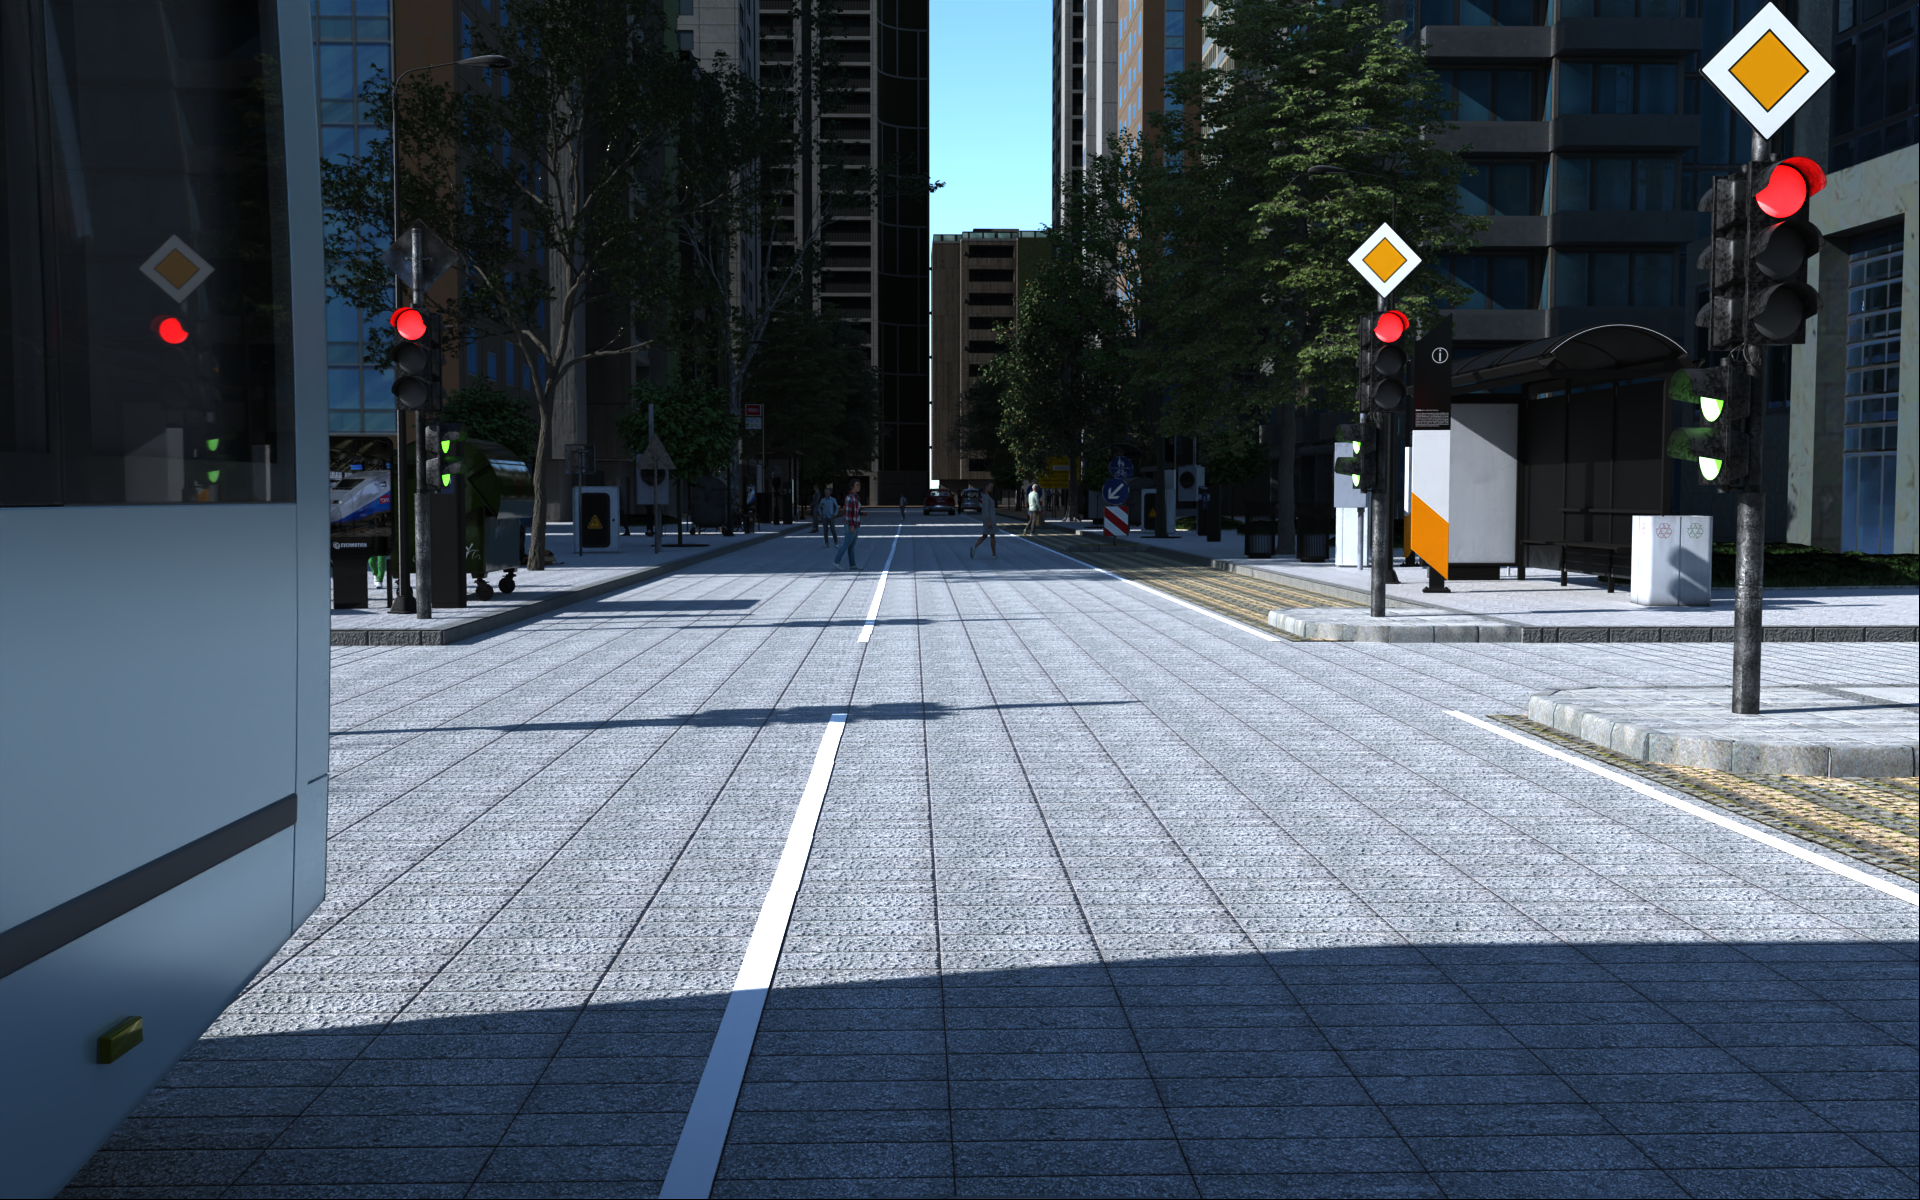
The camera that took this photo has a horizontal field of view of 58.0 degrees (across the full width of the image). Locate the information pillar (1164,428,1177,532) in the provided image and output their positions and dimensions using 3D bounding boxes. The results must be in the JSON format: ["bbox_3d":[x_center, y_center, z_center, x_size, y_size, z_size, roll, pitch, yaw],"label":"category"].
[{"bbox_3d":[7.145,-4.125,58.797,0.183,3.616,0.504,-3,4,-38],"label":"information pillar"}]

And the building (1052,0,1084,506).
[{"bbox_3d":[21.287,-46.229,194.098,20.611,71.187,20.563,0,4,-2],"label":"building"}]

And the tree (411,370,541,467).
[{"bbox_3d":[-12.819,-3.818,46.140,4.285,4.588,4.351,0,3,0],"label":"tree"}]

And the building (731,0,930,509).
[{"bbox_3d":[-13.670,-46.160,192.973,20.611,71.187,20.563,0,4,-2],"label":"building"}]

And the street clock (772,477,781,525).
[{"bbox_3d":[-7.628,-4.128,72.060,0.358,2.002,0.471,1,4,10],"label":"street clock"}]

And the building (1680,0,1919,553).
[{"bbox_3d":[32.976,-44.027,32.512,31.000,86.520,22.319,0,4,-2],"label":"building"}]

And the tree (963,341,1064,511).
[{"bbox_3d":[3.925,-12.863,128.431,7.486,12.596,7.792,0,3,0],"label":"tree"}]

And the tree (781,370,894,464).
[{"bbox_3d":[-10.609,-14.304,144.245,12.009,13.543,11.850,0,3,0],"label":"tree"}]

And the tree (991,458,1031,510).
[{"bbox_3d":[4.081,-9.630,141.167,4.285,4.588,4.351,0,3,0],"label":"tree"}]

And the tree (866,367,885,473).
[{"bbox_3d":[-9.197,-12.956,129.949,7.486,12.596,7.792,0,3,0],"label":"tree"}]

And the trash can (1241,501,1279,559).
[{"bbox_3d":[6.002,-1.406,34.640,0.748,1.137,0.748,0,3,0],"label":"trash can"}]

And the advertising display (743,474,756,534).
[{"bbox_3d":[-6.861,-3.132,56.426,0.123,1.923,0.974,1,4,11],"label":"advertising display"}]

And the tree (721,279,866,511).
[{"bbox_3d":[-9.123,-10.623,91.809,7.486,12.596,7.792,0,3,0],"label":"tree"}]

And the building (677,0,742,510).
[{"bbox_3d":[-28.245,-43.479,149.125,20.611,71.187,20.563,0,4,-2],"label":"building"}]

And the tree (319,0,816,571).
[{"bbox_3d":[-6.897,-5.758,28.550,7.601,10.594,8.767,3,5,43],"label":"tree"}]

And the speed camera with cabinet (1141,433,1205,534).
[{"bbox_3d":[6.840,-3.755,55.724,2.038,3.252,0.660,3,4,37],"label":"speed camera with cabinet"}]

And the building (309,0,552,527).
[{"bbox_3d":[-23.052,-25.128,60.956,14.600,45.320,14.200,0,4,-2],"label":"building"}]

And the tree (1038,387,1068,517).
[{"bbox_3d":[4.865,-8.978,97.159,4.737,8.622,4.395,0,3,0],"label":"tree"}]

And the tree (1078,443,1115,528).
[{"bbox_3d":[5.301,-4.312,65.106,1.663,3.219,1.824,0,3,0],"label":"tree"}]

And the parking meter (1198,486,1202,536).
[{"bbox_3d":[7.543,-2.758,53.496,0.372,1.533,0.369,0,3,0],"label":"parking meter"}]

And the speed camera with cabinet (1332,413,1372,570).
[{"bbox_3d":[6.821,-2.186,30.081,0.660,3.252,2.038,1,4,15],"label":"speed camera with cabinet"}]

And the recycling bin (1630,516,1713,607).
[{"bbox_3d":[8.248,-0.461,20.094,0.722,1.027,0.722,0,4,7],"label":"recycling bin"}]

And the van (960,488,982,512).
[{"bbox_3d":[0.828,-7.897,136.132,2.013,2.044,4.112,0,4,-2],"label":"van"}]

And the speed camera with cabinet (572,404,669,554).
[{"bbox_3d":[-7.392,-2.652,37.693,2.038,3.252,0.660,-1,4,-14],"label":"speed camera with cabinet"}]

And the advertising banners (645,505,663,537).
[{"bbox_3d":[-9.020,-3.399,51.755,0.090,3.025,2.074,-2,4,-31],"label":"advertising banners"}]

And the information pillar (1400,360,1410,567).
[{"bbox_3d":[8.029,-2.399,30.580,0.504,3.616,0.183,-3,4,-38],"label":"information pillar"}]

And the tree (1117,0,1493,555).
[{"bbox_3d":[7.342,-7.232,36.368,7.486,12.596,7.792,0,3,0],"label":"tree"}]

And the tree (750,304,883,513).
[{"bbox_3d":[-9.592,-12.843,116.631,9.857,13.997,8.962,0,3,0],"label":"tree"}]

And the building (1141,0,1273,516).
[{"bbox_3d":[28.019,-25.361,106.534,32.217,40.220,23.993,0,4,-2],"label":"building"}]

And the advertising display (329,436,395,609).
[{"bbox_3d":[-6.826,-0.864,19.343,0.974,1.923,0.123,-2,4,-24],"label":"advertising display"}]

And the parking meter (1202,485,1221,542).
[{"bbox_3d":[6.869,-2.349,46.818,0.372,1.533,0.369,0,3,0],"label":"parking meter"}]

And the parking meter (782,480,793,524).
[{"bbox_3d":[-7.283,-4.123,73.125,0.255,1.863,0.399,2,4,33],"label":"parking meter"}]

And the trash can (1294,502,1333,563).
[{"bbox_3d":[6.646,-1.281,32.599,0.748,1.137,0.748,0,3,0],"label":"trash can"}]

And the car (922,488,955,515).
[{"bbox_3d":[-1.424,-6.678,117.857,2.281,1.827,5.304,0,4,-3],"label":"car"}]

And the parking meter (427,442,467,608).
[{"bbox_3d":[-5.788,-0.843,19.502,0.399,1.863,0.255,0,4,-3],"label":"parking meter"}]

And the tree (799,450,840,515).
[{"bbox_3d":[-9.162,-7.605,108.055,4.285,4.588,4.351,0,3,0],"label":"tree"}]

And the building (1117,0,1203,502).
[{"bbox_3d":[19.088,-29.057,125.193,14.600,45.320,14.200,0,4,-2],"label":"building"}]

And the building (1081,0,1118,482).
[{"bbox_3d":[20.896,-36.950,146.126,21.231,58.520,28.212,0,4,-2],"label":"building"}]

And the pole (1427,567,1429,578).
[{"bbox_3d":[7.244,-1.992,26.408,0.158,3.312,0.155,0,3,0],"label":"pole"}]

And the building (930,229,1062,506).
[{"bbox_3d":[3.776,-25.669,191.396,14.107,30.474,14.160,0,4,-2],"label":"building"}]

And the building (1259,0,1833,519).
[{"bbox_3d":[26.318,-28.032,77.938,23.786,49.044,30.456,0,4,-2],"label":"building"}]

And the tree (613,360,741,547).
[{"bbox_3d":[-6.890,-3.599,42.551,4.285,4.588,4.351,0,3,0],"label":"tree"}]

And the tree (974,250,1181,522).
[{"bbox_3d":[5.292,-10.019,80.824,9.611,12.733,9.660,0,3,0],"label":"tree"}]

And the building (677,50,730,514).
[{"bbox_3d":[-23.178,-20.900,113.411,14.160,30.474,14.107,0,4,-2],"label":"building"}]

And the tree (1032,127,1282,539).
[{"bbox_3d":[5.696,-7.610,50.180,9.928,11.665,9.643,0,3,0],"label":"tree"}]

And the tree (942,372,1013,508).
[{"bbox_3d":[3.449,-15.270,160.026,12.009,13.543,11.850,0,3,0],"label":"tree"}]

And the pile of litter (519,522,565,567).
[{"bbox_3d":[-7.787,-1.046,31.070,1.176,0.858,1.719,3,5,41],"label":"pile of litter"}]

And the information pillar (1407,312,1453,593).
[{"bbox_3d":[6.121,-1.902,22.444,0.504,3.616,0.183,1,4,10],"label":"information pillar"}]

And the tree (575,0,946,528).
[{"bbox_3d":[-7.258,-12.730,64.017,12.611,20.169,13.585,0,3,0],"label":"tree"}]

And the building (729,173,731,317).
[{"bbox_3d":[-24.690,-21.797,128.075,14.160,30.474,14.107,0,4,-2],"label":"building"}]

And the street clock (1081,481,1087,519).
[{"bbox_3d":[6.382,-5.102,87.987,0.471,2.002,0.358,-2,4,-31],"label":"street clock"}]

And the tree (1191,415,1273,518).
[{"bbox_3d":[11.077,-5.329,70.838,4.285,4.588,4.351,0,3,0],"label":"tree"}]
